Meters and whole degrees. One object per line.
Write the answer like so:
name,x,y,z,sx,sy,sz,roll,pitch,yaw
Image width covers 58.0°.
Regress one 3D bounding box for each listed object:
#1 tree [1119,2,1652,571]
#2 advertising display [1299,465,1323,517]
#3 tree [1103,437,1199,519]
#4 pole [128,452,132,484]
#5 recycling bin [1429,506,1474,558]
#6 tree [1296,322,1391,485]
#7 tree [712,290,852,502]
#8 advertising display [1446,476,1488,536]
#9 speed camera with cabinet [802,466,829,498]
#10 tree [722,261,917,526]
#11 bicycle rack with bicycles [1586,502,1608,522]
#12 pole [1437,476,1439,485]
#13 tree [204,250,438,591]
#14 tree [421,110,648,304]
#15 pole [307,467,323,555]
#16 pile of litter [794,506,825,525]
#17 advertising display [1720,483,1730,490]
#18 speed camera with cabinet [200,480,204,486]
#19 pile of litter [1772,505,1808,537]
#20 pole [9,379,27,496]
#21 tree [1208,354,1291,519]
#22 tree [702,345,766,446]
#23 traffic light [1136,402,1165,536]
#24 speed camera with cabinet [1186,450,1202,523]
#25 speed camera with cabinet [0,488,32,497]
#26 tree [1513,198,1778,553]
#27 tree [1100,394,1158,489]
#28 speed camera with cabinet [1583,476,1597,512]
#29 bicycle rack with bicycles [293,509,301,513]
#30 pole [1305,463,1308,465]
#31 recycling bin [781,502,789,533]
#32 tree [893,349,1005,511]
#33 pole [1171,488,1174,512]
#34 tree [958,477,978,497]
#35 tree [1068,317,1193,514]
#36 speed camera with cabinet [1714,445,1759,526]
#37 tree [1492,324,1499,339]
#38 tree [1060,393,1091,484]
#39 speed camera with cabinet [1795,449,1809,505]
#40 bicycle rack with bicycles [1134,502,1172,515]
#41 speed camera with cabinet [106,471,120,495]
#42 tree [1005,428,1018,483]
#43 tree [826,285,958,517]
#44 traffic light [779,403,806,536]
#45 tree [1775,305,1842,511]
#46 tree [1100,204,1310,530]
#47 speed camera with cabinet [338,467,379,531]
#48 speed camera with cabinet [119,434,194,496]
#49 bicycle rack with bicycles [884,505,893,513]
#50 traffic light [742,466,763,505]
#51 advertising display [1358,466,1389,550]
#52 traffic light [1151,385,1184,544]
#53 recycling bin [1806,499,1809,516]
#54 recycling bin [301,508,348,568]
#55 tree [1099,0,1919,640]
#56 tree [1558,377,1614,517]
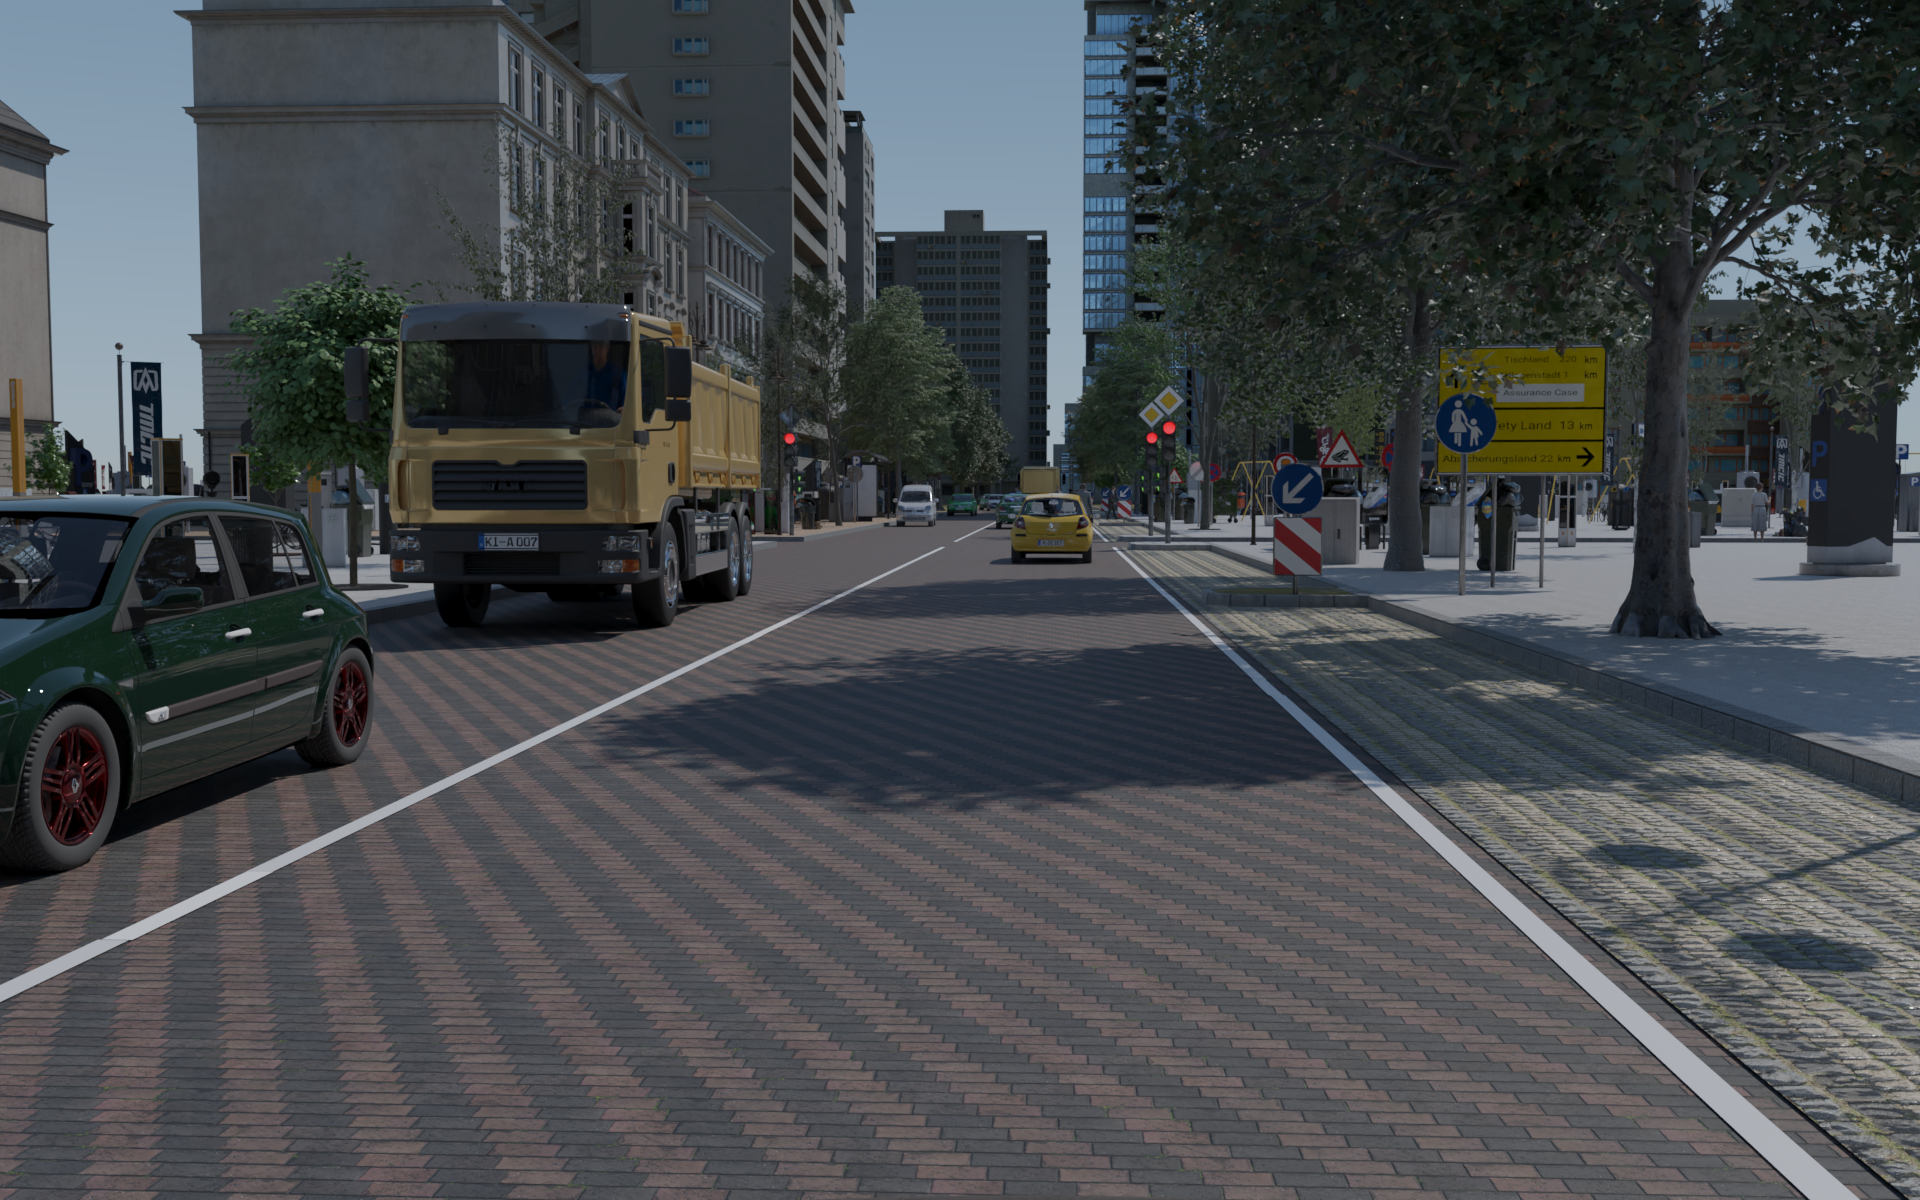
tree,7.565,-7.463,28.683,9.857,13.997,8.962,0,3,0
advertising display,7.899,-2.049,38.713,0.123,1.923,0.974,-2,4,-29
tree,10.567,-6.457,89.279,4.285,4.588,4.351,0,3,0
pole,-39.877,-5.470,83.276,0.158,3.312,0.155,0,3,0
recycling bin,10.059,-1.399,35.421,0.722,1.027,0.722,2,4,33
tree,16.397,-7.493,72.880,4.737,8.622,4.395,0,3,0
tree,-6.435,-6.829,62.009,4.360,8.622,3.978,0,3,0
advertising display,11.786,-2.145,40.279,0.974,1.923,0.123,-1,4,-11
speed camera with cabinet,-10.190,-7.886,123.266,2.038,3.252,0.660,1,4,21
tree,-5.176,-8.270,69.629,7.601,10.594,8.767,2,4,26
bicycle rack with bicycles,30.322,-4.095,80.337,2.852,0.926,2.925,1,4,17
pole,33.920,-7.896,122.943,0.158,3.312,0.155,0,3,0
tree,-8.330,-2.428,23.405,4.285,4.588,4.351,0,3,0
tree,-7.803,-5.040,32.772,4.360,8.622,3.978,0,3,0
pole,-10.314,-2.068,27.651,0.158,3.312,0.155,0,3,0
pile of litter,-6.461,-3.633,73.366,1.719,0.858,1.176,-2,4,-28
advertising display,43.306,-5.681,98.098,0.123,1.923,0.974,0,4,-2
speed camera with cabinet,-45.193,-6.806,105.613,2.038,3.252,0.660,-3,5,-42
pile of litter,25.089,-2.330,52.064,1.176,0.858,1.719,-1,4,-13
pole,-16.678,-2.254,30.690,0.158,3.312,0.155,0,3,0
tree,14.987,-8.467,88.805,4.360,8.622,3.978,0,3,0
tree,-11.371,-8.278,85.710,4.737,8.622,4.395,0,3,0
traffic light,5.811,-3.908,52.811,0.839,4.253,0.868,0,4,3
speed camera with cabinet,10.426,-5.058,77.032,0.660,3.252,2.038,0,4,6
speed camera with cabinet,-25.889,-3.170,46.164,0.660,3.252,2.038,2,4,30
tree,14.414,-5.314,37.246,4.360,8.622,3.978,0,3,0
tree,11.932,-10.327,119.208,4.737,8.622,4.395,0,3,0
speed camera with cabinet,39.189,-7.051,109.617,2.038,3.252,0.660,3,5,41
bicycle rack with bicycles,-15.924,-1.653,40.417,2.925,0.926,2.852,-1,4,-10
pole,22.840,-7.369,114.321,0.158,3.312,0.155,0,3,0
recycling bin,-5.915,-2.705,56.777,0.722,1.027,0.722,0,4,5
tree,-1.617,-13.310,134.633,9.611,12.733,9.660,0,3,0
pole,15.053,-7.882,122.714,0.158,3.312,0.155,0,3,0
tree,1.375,-14.354,185.045,4.360,8.622,3.978,0,3,0
tree,11.280,-11.841,111.724,7.486,12.596,7.792,0,3,0
speed camera with cabinet,30.957,-4.601,69.564,2.038,3.252,0.660,0,4,1
tree,20.182,-7.015,65.056,4.360,8.622,3.978,0,3,0
tree,16.330,-17.549,193.577,9.857,13.997,8.962,0,3,0
speed camera with cabinet,36.935,-4.914,74.685,0.660,3.252,2.038,-1,4,-21
bicycle rack with bicycles,12.284,-5.799,108.195,2.925,0.926,2.852,-1,4,-12
speed camera with cabinet,-34.288,-4.658,70.488,0.660,3.252,2.038,-2,4,-35
tree,0.091,-15.628,172.523,9.611,12.733,9.660,0,3,0
tree,-3.757,-10.800,94.706,7.486,12.596,7.792,0,3,0
traffic light,-5.184,-3.943,53.397,0.839,4.253,0.868,0,4,3
tree,27.428,-6.485,56.400,4.360,8.622,3.978,0,3,0
tree,8.755,-8.297,61.407,9.928,11.665,9.643,0,3,0
speed camera with cabinet,-20.431,-3.993,59.629,0.660,3.252,2.038,2,4,28
speed camera with cabinet,-26.328,-3.826,56.885,2.038,3.252,0.660,-1,4,-8
bicycle rack with bicycles,-5.411,-5.773,107.777,2.852,0.926,2.925,-3,5,-40
traffic light,-5.622,-3.456,45.424,0.839,4.253,0.868,0,4,3
advertising display,9.531,-2.126,39.975,0.974,1.923,0.123,-3,4,-38
traffic light,5.373,-3.420,44.838,0.839,4.253,0.868,0,4,3
recycling bin,40.444,-4.245,81.956,0.722,1.027,0.722,2,4,29
recycling bin,-11.171,-1.095,30.460,0.722,1.027,0.722,-1,4,-16
tree,6.374,-6.013,15.318,9.611,12.733,9.660,0,3,0
tree,35.072,-9.004,97.577,4.737,8.622,4.395,0,3,0
